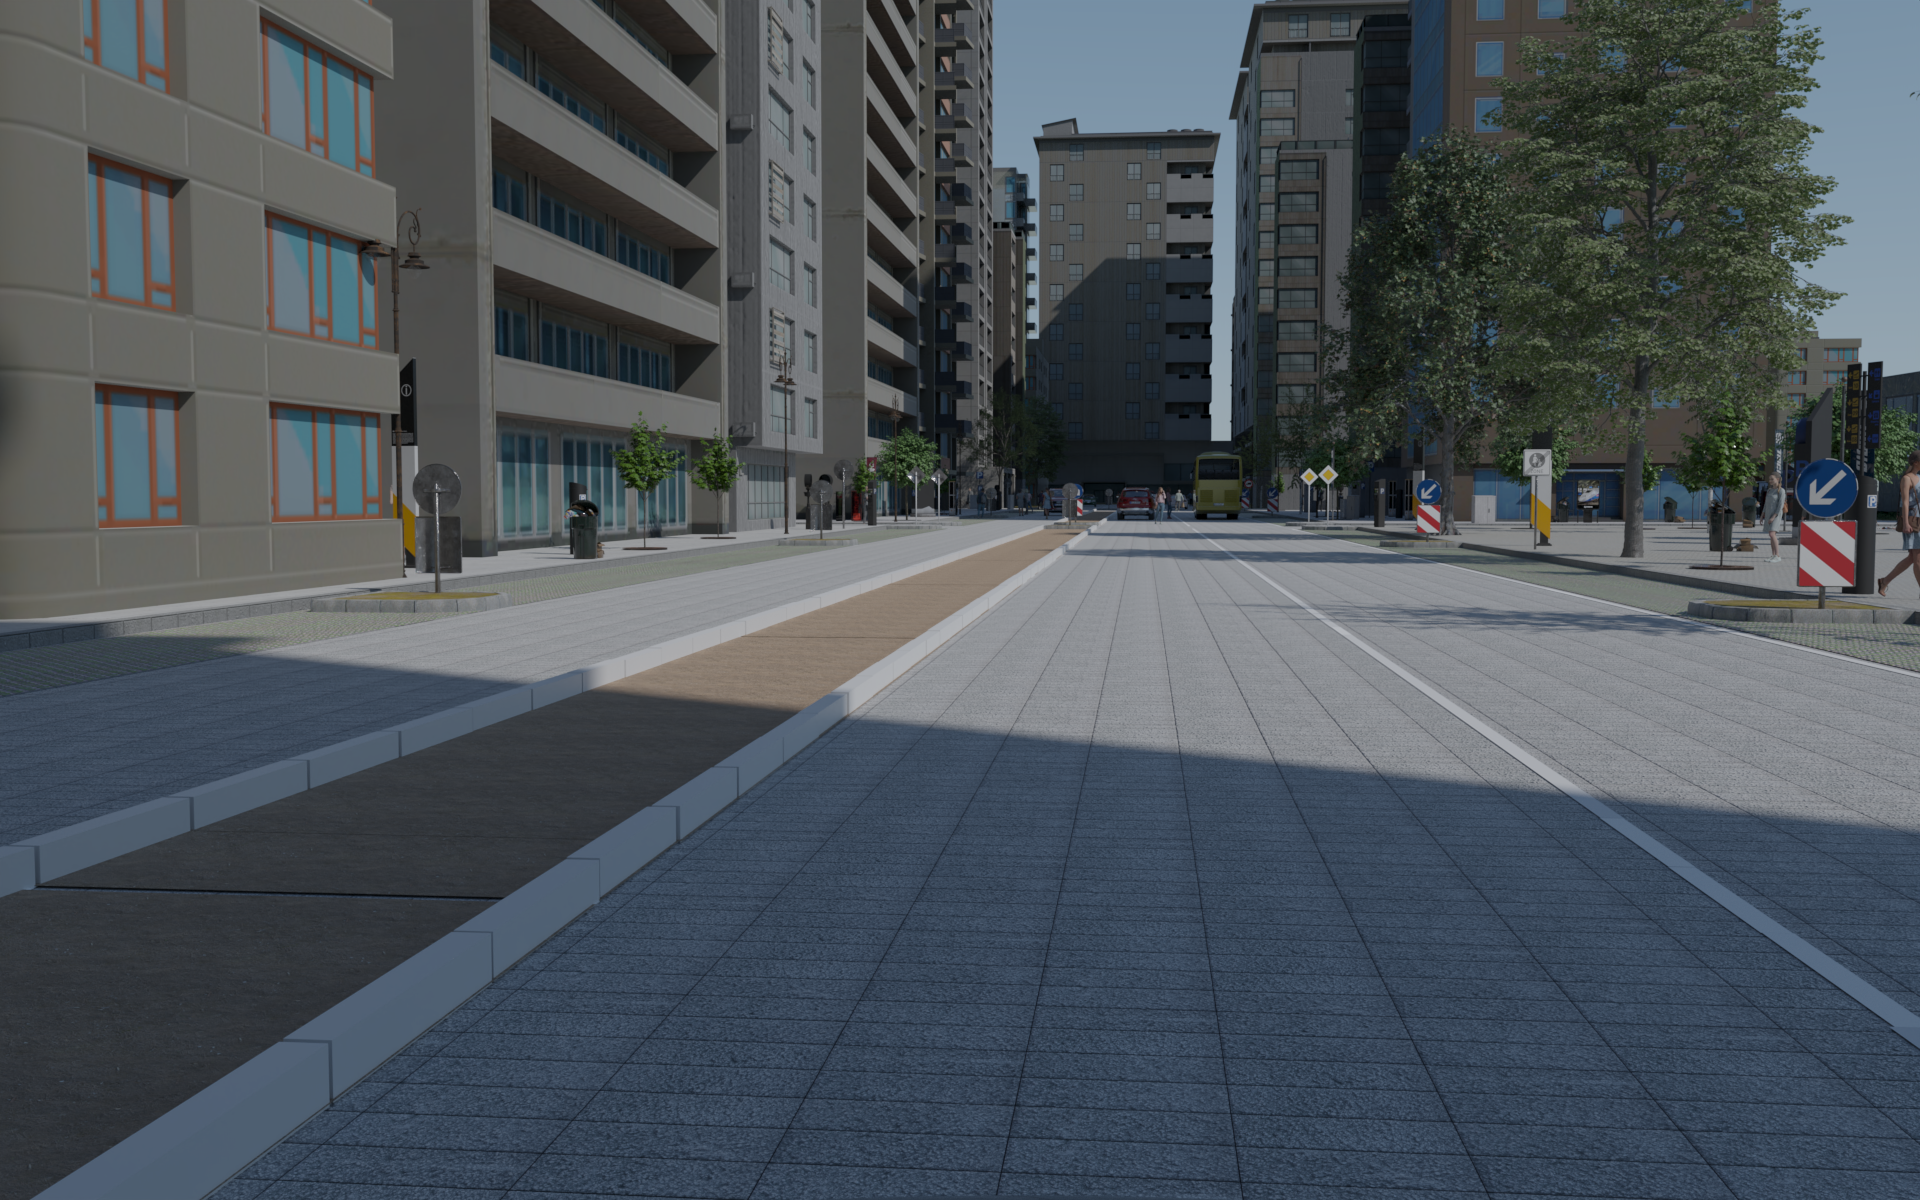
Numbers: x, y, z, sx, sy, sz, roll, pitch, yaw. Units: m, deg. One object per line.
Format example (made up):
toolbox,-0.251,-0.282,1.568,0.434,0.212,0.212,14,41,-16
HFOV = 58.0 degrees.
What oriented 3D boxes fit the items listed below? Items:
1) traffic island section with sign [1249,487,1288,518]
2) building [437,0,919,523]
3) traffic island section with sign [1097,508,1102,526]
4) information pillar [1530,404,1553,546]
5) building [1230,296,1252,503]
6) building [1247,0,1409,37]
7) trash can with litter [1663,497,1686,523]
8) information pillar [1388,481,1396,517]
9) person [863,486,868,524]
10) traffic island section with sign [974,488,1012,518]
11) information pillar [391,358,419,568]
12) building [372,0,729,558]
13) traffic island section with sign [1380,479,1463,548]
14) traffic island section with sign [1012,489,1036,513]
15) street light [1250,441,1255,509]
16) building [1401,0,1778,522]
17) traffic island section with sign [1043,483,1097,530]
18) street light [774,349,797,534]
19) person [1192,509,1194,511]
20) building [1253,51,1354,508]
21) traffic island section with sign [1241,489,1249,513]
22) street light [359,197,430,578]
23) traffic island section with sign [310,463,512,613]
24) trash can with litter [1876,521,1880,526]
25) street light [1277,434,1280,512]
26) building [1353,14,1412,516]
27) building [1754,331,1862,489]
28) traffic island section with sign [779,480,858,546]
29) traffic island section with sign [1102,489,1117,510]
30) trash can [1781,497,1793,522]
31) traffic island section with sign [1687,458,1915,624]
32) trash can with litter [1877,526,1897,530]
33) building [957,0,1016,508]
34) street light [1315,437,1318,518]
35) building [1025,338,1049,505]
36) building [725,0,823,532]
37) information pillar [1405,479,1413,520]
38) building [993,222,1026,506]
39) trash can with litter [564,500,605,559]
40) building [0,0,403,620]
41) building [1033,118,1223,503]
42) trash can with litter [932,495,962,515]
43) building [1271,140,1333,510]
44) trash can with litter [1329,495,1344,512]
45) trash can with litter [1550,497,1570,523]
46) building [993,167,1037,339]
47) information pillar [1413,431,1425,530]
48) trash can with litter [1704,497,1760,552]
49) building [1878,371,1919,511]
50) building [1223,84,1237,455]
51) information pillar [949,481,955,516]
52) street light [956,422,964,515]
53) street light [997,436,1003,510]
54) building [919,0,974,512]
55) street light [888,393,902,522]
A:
traffic island section with sign,18.269,-5.723,102.193,1.989,1.847,2.006,0,4,6
building,-14.194,-28.884,95.961,21.300,48.544,21.600,0,4,6
traffic island section with sign,5.257,-4.288,78.242,2.006,1.907,1.989,0,4,6
information pillar,14.357,-3.142,42.722,0.504,3.616,0.183,0,4,3
building,45.115,-28.739,241.588,14.107,30.474,14.160,0,4,6
building,44.663,-36.333,183.288,28.713,52.752,27.495,0,4,6
trash can with litter,32.011,-4.045,77.517,0.624,1.170,1.055,-2,4,-27
information pillar,24.242,-5.664,97.103,0.304,2.012,0.304,-3,4,-39
person,-3.959,-4.053,74.942,0.537,1.800,0.526,2,4,29
traffic island section with sign,1.902,-5.814,103.681,1.989,1.847,2.006,0,4,6
information pillar,-9.586,-2.361,29.950,0.504,3.616,0.183,1,4,18
building,-19.133,-25.768,45.011,21.300,48.544,21.600,0,4,6
traffic island section with sign,12.423,-2.335,46.803,1.989,1.847,2.006,0,4,6
traffic island section with sign,4.733,-7.453,130.487,1.989,1.847,2.006,0,4,6
street light,25.530,-10.923,151.385,0.468,5.910,1.993,0,4,6
building,30.076,-26.580,84.692,14.200,45.320,14.600,0,4,6
traffic island section with sign,4.470,-3.837,70.877,2.006,1.907,1.989,0,4,6
street light,-5.573,-5.055,55.444,0.468,5.910,1.993,0,4,6
person,20.033,-8.237,143.387,1.509,1.804,0.699,3,5,41
building,34.886,-29.370,163.802,14.154,41.232,14.086,0,4,6
traffic island section with sign,21.140,-7.388,129.425,1.989,1.847,2.006,0,4,6
street light,-8.567,-3.277,26.371,0.468,5.910,1.993,0,4,6
traffic island section with sign,-6.746,-0.799,21.699,1.989,1.847,2.006,0,4,6
trash can with litter,35.072,-3.411,67.150,1.055,1.170,0.624,2,4,34
street light,22.376,-9.109,121.714,0.468,5.910,1.993,0,4,6
building,31.244,-20.558,107.827,14.160,30.474,14.107,0,4,6
building,86.932,-22.165,207.443,28.899,21.520,27.650,0,4,6
traffic island section with sign,-3.916,-2.439,48.506,1.989,1.847,2.006,0,4,6
traffic island section with sign,13.137,-8.858,152.968,2.006,1.907,1.989,0,4,6
trash can,38.524,-4.203,80.370,0.748,1.137,0.748,0,3,0
traffic island section with sign,9.586,-0.695,19.997,1.989,1.847,2.006,0,4,6
trash can with litter,33.966,-3.171,62.902,2.233,1.210,1.678,2,4,25
building,-5.240,-44.397,164.142,20.563,71.187,20.611,0,4,6
street light,19.189,-7.348,92.930,0.468,5.910,1.993,0,4,6
building,-4.043,-22.792,217.692,28.899,21.520,27.650,0,4,6
building,-12.727,-23.284,64.292,14.086,41.232,14.154,0,4,6
information pillar,22.206,-4.962,85.614,0.304,2.012,0.304,-1,4,-22
building,-0.528,-25.141,182.759,14.160,30.474,14.107,0,4,6
trash can with litter,-7.431,-1.407,34.385,0.624,1.170,1.055,0,4,3
building,-23.782,-10.270,12.954,27.650,21.520,28.899,0,4,6
building,25.104,-40.412,249.974,27.495,52.752,28.713,0,4,6
trash can with litter,-0.974,-5.812,106.078,2.233,1.210,1.678,0,4,3
building,32.985,-22.767,143.934,14.160,30.474,14.107,0,4,6
trash can with litter,26.597,-6.786,122.014,1.678,1.210,2.233,-2,4,-33
trash can with litter,26.893,-4.070,77.925,1.055,1.170,0.624,3,5,43
building,-4.037,-38.659,251.690,30.456,49.044,23.786,0,4,6
information pillar,16.314,-4.294,61.564,0.183,3.616,0.504,-2,4,-29
trash can with litter,17.229,-1.670,38.693,1.055,1.170,0.624,0,4,4
building,63.486,-47.011,81.298,31.000,86.520,22.319,0,4,6
building,47.626,-38.002,210.572,28.713,52.752,27.495,0,4,6
information pillar,-0.449,-5.827,99.755,0.304,2.012,0.304,1,4,15
street light,0.004,-8.293,108.372,0.468,5.910,1.993,0,4,6
street light,3.132,-10.058,137.233,0.468,5.910,1.993,0,4,6
building,-10.690,-29.021,129.110,22.147,44.769,28.867,0,4,6
street light,-2.963,-6.538,79.686,0.468,5.910,1.993,0,4,6
